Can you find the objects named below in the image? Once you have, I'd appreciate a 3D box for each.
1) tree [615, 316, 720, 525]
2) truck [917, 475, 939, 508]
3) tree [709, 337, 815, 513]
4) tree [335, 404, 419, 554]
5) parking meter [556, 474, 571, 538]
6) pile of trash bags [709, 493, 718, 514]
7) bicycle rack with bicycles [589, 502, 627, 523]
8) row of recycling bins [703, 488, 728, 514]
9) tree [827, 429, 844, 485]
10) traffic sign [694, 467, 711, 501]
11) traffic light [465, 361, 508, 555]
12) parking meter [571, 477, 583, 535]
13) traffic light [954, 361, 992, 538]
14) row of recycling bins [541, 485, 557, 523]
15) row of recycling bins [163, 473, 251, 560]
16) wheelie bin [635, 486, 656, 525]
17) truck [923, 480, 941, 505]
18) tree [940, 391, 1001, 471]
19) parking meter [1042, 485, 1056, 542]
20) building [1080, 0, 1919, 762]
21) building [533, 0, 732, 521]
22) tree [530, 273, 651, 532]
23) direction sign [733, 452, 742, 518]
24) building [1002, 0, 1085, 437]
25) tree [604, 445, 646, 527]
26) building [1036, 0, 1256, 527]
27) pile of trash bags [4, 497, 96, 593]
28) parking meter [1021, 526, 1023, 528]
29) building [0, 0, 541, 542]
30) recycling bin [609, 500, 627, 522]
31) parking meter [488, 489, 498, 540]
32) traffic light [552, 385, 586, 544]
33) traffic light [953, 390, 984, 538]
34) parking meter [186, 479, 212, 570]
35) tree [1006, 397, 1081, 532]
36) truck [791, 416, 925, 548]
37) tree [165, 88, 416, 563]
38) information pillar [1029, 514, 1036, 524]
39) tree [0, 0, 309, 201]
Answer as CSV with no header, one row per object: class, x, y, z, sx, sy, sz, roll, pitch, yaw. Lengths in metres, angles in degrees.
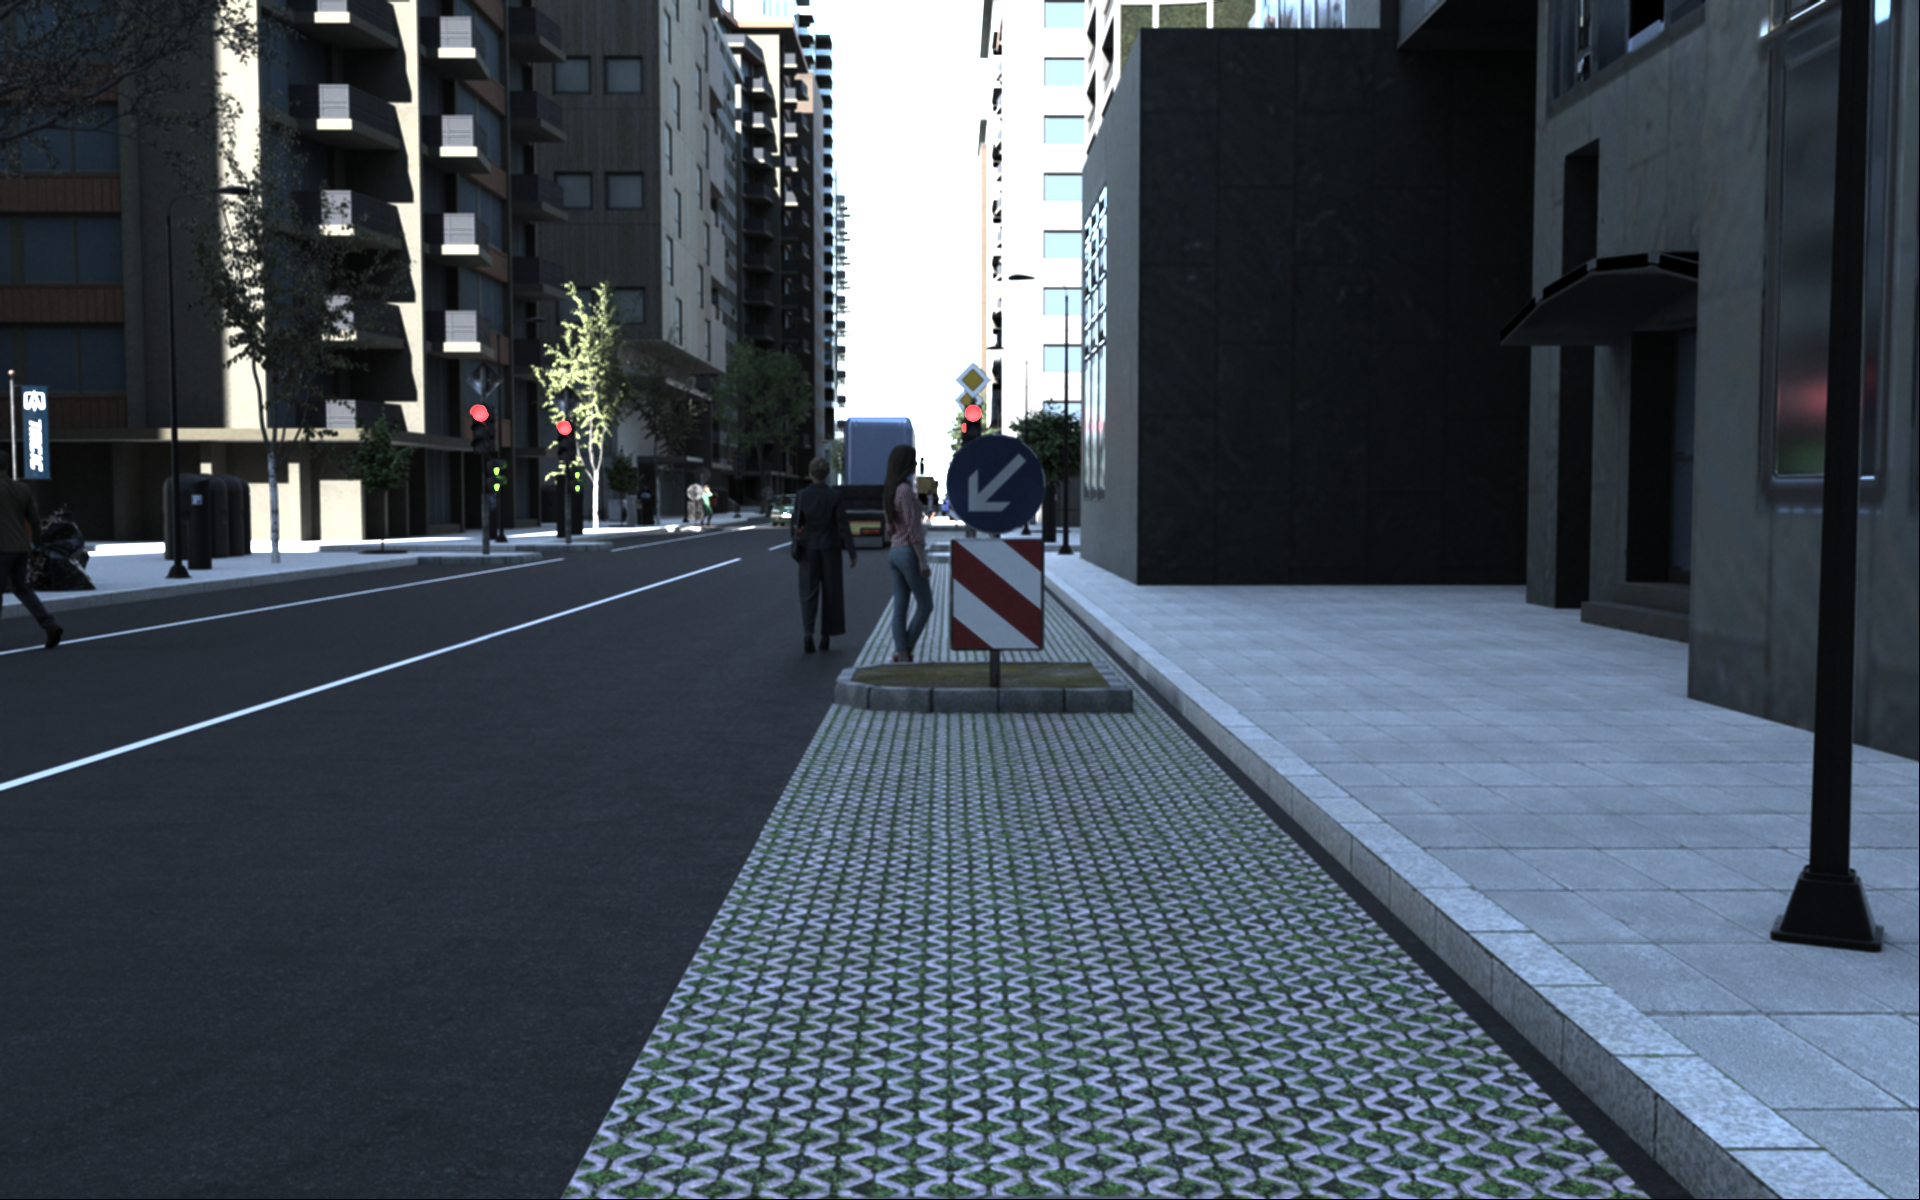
tree,-12.466,-7.480,72.659,4.360,8.622,3.978,0,3,0
truck,-3.911,-11.168,178.520,3.469,3.379,9.791,0,4,0
tree,-13.295,-11.616,115.672,9.928,11.665,9.643,0,3,0
tree,-12.459,-2.622,37.467,1.663,3.219,1.824,0,3,0
parking meter,-11.628,-2.746,50.604,0.255,1.863,0.399,0,4,-1
pile of trash bags,-17.199,-6.215,111.363,3.447,1.369,1.912,1,4,13
bicycle rack with bicycles,-15.532,-3.970,78.285,2.852,0.926,2.925,0,4,0
row of recycling bins,-16.188,-6.582,114.734,1.069,1.692,3.534,1,4,10
tree,-13.262,-15.027,196.052,4.737,8.622,4.395,0,3,0
traffic sign,-12.069,-4.958,81.163,0.768,2.556,0.104,0,4,0
traffic light,-10.056,-2.922,36.699,0.839,4.253,0.868,0,4,0
parking meter,-12.060,-2.981,54.453,0.255,1.863,0.399,2,4,32
traffic light,0.255,-2.927,36.783,0.839,4.253,0.868,0,4,0
row of recycling bins,-18.163,-4.354,78.297,1.069,1.692,3.534,1,4,9
row of recycling bins,-15.283,-1.726,35.336,1.069,1.692,3.534,0,4,-6
wheelie bin,-12.994,-3.889,71.496,0.693,1.594,0.980,-3,4,-39
truck,-4.293,-14.700,236.270,3.469,3.379,9.791,0,4,0
tree,2.460,-18.210,204.383,9.857,13.997,8.962,0,3,0
parking meter,2.377,-2.310,46.173,0.372,1.533,0.369,0,3,0
building,13.683,-43.066,16.807,22.319,86.520,31.000,0,4,0
building,-27.662,-30.891,94.306,28.713,52.752,27.495,0,4,0
tree,-12.331,-6.598,58.239,4.737,8.622,4.395,0,3,0
direction sign,-12.326,-6.379,96.295,0.379,3.537,0.876,1,4,19
building,13.065,-34.432,104.959,21.231,58.520,28.212,0,4,0
tree,-13.142,-4.484,67.915,1.663,3.219,1.824,0,3,0
building,13.884,-38.613,69.574,20.563,71.187,20.611,0,4,0
pile of trash bags,-13.020,-0.863,23.859,1.912,1.369,3.447,-2,4,-28
parking meter,2.200,-3.696,66.147,0.255,1.863,0.399,3,5,44
building,-26.048,-24.699,58.447,22.147,44.769,28.867,0,4,0
recycling bin,-15.858,-4.149,80.393,0.722,1.027,0.722,0,4,5
parking meter,-13.188,-2.460,48.631,0.372,1.533,0.369,0,3,0
traffic light,-10.109,-3.411,44.684,0.839,4.253,0.868,0,4,0
traffic light,0.202,-3.416,44.768,0.839,4.253,0.868,0,4,0
parking meter,-12.976,-1.291,29.523,0.372,1.533,0.369,0,3,0
tree,2.970,-4.578,58.568,4.285,4.588,4.351,0,3,0
truck,-2.947,-3.929,53.998,2.967,4.110,18.799,0,4,1
tree,-12.535,-4.984,31.847,4.360,8.622,3.978,0,3,0
information pillar,3.089,-4.223,73.534,0.304,2.012,0.304,0,4,5
tree,-12.663,-6.632,18.806,12.009,13.543,11.850,0,3,0
